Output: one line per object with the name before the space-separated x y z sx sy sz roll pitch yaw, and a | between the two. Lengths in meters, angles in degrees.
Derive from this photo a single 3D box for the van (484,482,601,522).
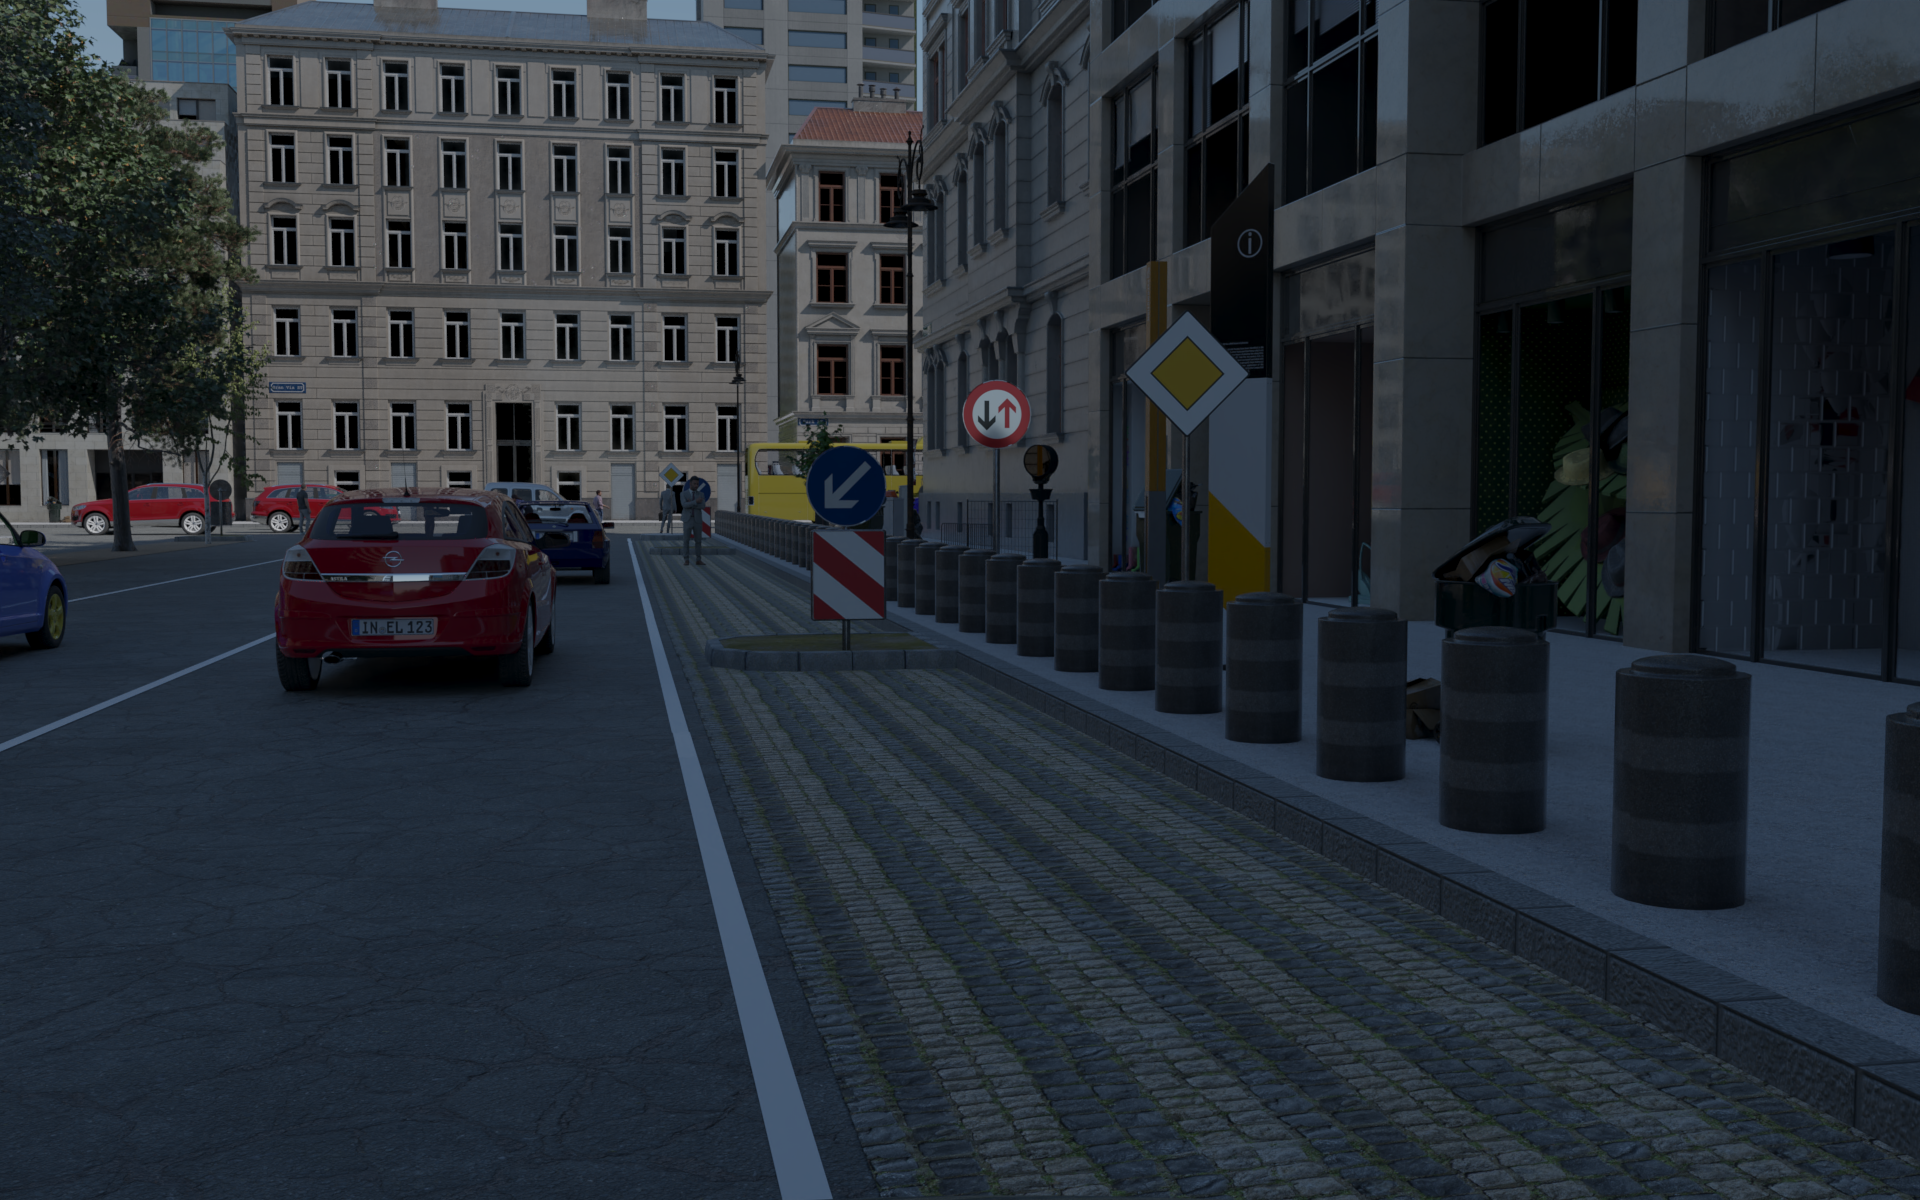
van | -14.693 -3.288 60.765 4.112 2.044 2.013 -1 4 -13

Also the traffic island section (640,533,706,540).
traffic island section | -9.164 -2.015 55.227 2.009 0.180 2.903 -1 4 -11

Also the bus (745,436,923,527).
bus | -2.978 -5.047 74.064 12.252 3.916 2.896 -1 4 -10

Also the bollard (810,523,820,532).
bollard | -2.162 -0.812 27.993 0.404 0.777 0.398 0 3 0

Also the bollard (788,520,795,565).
bollard | -2.862 -1.029 31.537 0.404 0.777 0.398 0 3 0

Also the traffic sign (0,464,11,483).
traffic sign | -28.558 -2.917 51.341 0.795 2.450 0.064 -1 4 -11

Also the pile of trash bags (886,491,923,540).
pile of trash bags | -1.829 -2.089 43.904 1.912 1.369 3.447 0 4 -1

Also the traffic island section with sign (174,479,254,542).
traffic island section with sign | -22.673 -2.732 52.804 2.006 1.907 1.989 -1 4 -11

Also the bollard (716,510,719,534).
bollard | -7.320 -2.403 54.007 0.404 0.777 0.398 0 3 0

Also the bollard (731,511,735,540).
bollard | -5.912 -1.970 46.919 0.404 0.777 0.398 0 3 0

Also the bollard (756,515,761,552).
bollard | -4.269 -1.463 38.633 0.404 0.777 0.398 0 3 0

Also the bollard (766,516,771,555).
bollard | -3.798 -1.318 36.262 0.404 0.777 0.398 0 3 0

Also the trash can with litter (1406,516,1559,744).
trash can with litter | 2.522 0.151 8.925 0.624 1.170 1.055 -3 4 -38

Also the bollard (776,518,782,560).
bollard | -3.328 -1.173 33.897 0.404 0.777 0.398 0 3 0

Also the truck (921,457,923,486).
truck | 3.395 -5.043 71.374 11.283 4.237 2.839 -1 4 -9

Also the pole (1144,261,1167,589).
pole | 1.729 -1.313 15.310 0.158 3.312 0.155 0 3 0

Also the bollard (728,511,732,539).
bollard | -6.144 -2.042 48.098 0.404 0.777 0.398 0 3 0

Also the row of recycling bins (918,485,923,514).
row of recycling bins | 0.398 -3.038 56.786 3.534 1.692 1.069 0 4 -4

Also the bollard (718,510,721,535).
bollard | -7.083 -2.331 52.829 0.404 0.777 0.398 0 3 0

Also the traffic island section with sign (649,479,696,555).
traffic island section with sign | -6.409 -1.999 41.320 1.989 1.847 2.006 -1 4 -11

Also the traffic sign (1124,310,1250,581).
traffic sign | 1.425 -0.597 10.954 0.795 2.450 0.064 0 4 -3

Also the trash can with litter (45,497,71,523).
trash can with litter | -40.100 -4.019 77.104 0.624 1.170 1.055 2 4 35

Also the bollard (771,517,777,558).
bollard | -3.562 -1.245 35.076 0.404 0.777 0.398 0 3 0

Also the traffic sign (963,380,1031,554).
traffic sign | 0.409 -1.181 19.408 0.768 2.556 0.104 0 4 -3

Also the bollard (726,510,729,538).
bollard | -6.379 -2.114 49.277 0.404 0.777 0.398 0 3 0

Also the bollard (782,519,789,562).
bollard | -3.096 -1.101 32.718 0.404 0.777 0.398 0 3 0

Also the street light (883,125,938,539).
street light | -0.640 -3.023 22.207 0.468 5.910 1.993 -1 4 -11

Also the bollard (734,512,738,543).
bollard | -5.680 -1.897 45.738 0.404 0.777 0.398 0 3 0

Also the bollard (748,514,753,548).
bollard | -4.740 -1.608 41.008 0.404 0.777 0.398 0 3 0

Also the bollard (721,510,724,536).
bollard | -6.846 -2.259 51.650 0.404 0.777 0.398 0 3 0

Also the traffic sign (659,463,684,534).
traffic sign | -9.186 -3.150 55.145 0.795 2.450 0.064 -1 4 -11

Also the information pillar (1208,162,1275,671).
information pillar | 2.035 -1.293 12.493 0.504 3.616 0.183 3 5 39

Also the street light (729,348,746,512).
street light | -7.029 -5.020 54.863 0.468 5.910 1.993 -1 4 -11

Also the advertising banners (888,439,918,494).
advertising banners | -1.787 -3.530 53.908 0.090 3.025 2.074 2 4 26

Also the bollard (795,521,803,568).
bollard | -2.628 -0.957 30.358 0.404 0.777 0.398 0 3 0

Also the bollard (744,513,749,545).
bollard | -4.971 -1.680 42.187 0.404 0.777 0.398 0 3 0

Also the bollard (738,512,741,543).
bollard | -5.441 -1.825 44.548 0.404 0.777 0.398 0 3 0

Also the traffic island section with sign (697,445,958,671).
traffic island section with sign | -1.174 -0.382 14.876 1.989 1.847 2.006 -1 4 -11

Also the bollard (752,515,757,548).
bollard | -4.498 -1.535 39.813 0.404 0.777 0.398 0 3 0

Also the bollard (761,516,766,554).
bollard | -4.032 -1.390 37.440 0.404 0.777 0.398 0 3 0

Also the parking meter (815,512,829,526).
parking meter | -4.046 -2.774 51.060 0.399 1.863 0.255 1 4 15

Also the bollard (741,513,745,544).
bollard | -5.206 -1.752 43.366 0.404 0.777 0.398 0 3 0

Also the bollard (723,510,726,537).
bollard | -6.617 -2.187 50.468 0.404 0.777 0.398 0 3 0

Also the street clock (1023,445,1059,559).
street clock | 1.186 -1.275 25.421 0.471 2.002 0.358 2 4 32

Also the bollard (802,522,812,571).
bollard | -2.395 -0.884 29.172 0.404 0.777 0.398 0 3 0
